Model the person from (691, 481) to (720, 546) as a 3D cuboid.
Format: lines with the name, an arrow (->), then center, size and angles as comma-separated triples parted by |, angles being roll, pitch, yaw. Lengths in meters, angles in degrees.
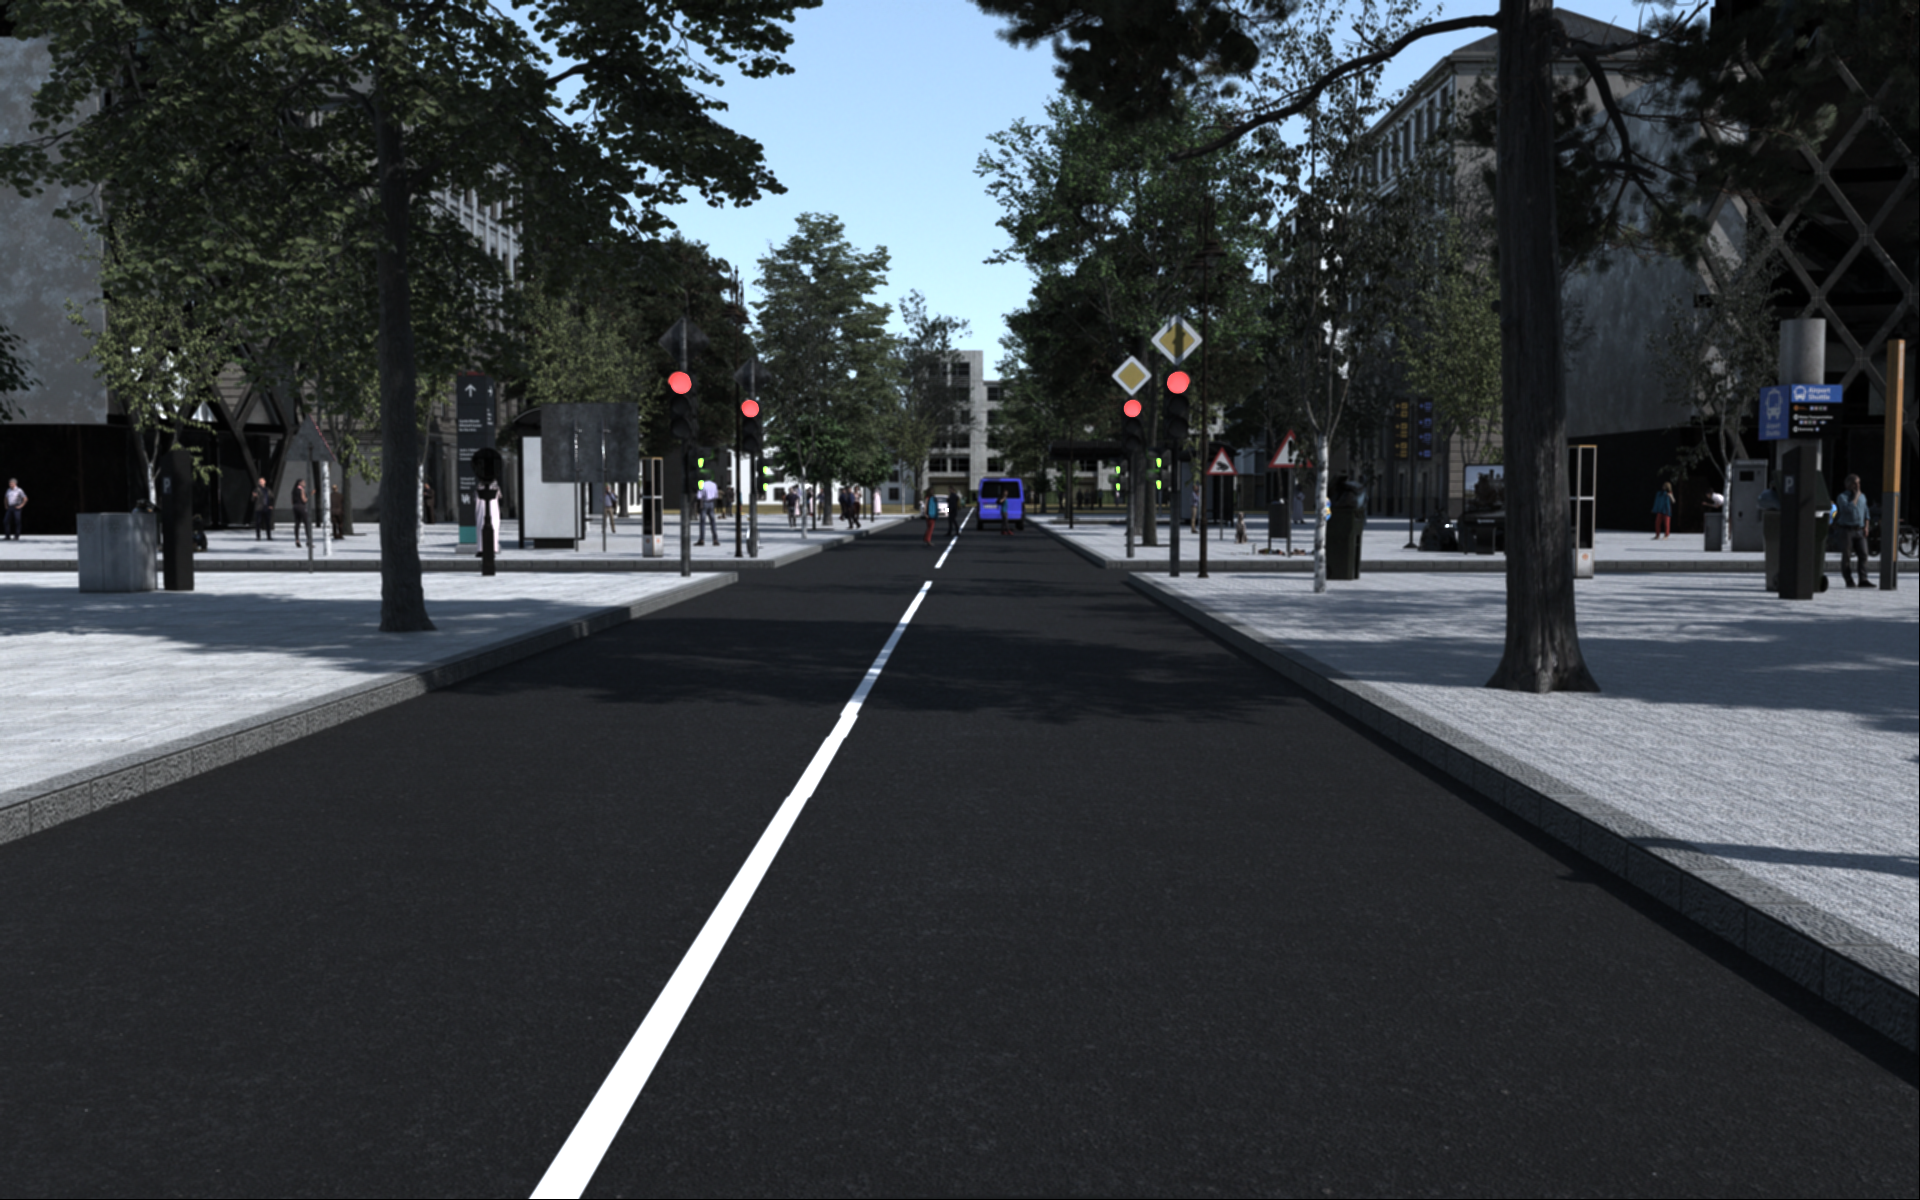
person -> -6.326, -2.268, 42.986 | 0.709, 1.838, 0.599 | -2, 4, -32

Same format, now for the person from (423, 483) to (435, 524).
person -> -22.520, -4.075, 73.357 | 0.565, 1.739, 0.600 | 0, 4, -1

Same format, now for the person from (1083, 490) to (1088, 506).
person -> 13.602, -10.998, 186.579 | 1.217, 1.735, 0.721 | 0, 4, -5

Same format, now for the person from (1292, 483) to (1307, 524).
person -> 14.665, -4.176, 74.985 | 0.621, 1.740, 0.551 | 2, 4, 35

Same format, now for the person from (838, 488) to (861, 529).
person -> -4.046, -3.370, 63.839 | 0.600, 1.496, 0.574 | 3, 4, 37

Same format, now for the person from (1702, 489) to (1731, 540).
person -> 21.103, -2.380, 48.150 | 0.799, 1.438, 0.628 | 1, 4, 12

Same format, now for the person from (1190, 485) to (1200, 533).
person -> 7.712, -2.973, 56.720 | 0.319, 1.574, 0.516 | 1, 4, 18

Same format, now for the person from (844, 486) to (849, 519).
person -> -5.845, -5.060, 89.711 | 0.436, 1.711, 0.756 | 0, 4, 5

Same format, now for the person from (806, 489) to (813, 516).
person -> -8.763, -5.652, 100.328 | 0.647, 1.594, 0.662 | 1, 4, 21

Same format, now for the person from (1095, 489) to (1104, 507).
person -> 13.698, -9.999, 169.514 | 0.705, 1.826, 1.348 | -2, 4, -32

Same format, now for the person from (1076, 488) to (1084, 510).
person -> 9.780, -8.204, 140.732 | 0.990, 1.755, 0.434 | -3, 5, -45

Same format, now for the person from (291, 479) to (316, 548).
person -> -15.756, -2.086, 41.617 | 0.593, 1.643, 0.415 | -1, 4, -10

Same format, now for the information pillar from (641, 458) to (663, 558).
information pillar -> -6.218, -1.866, 35.005 | 0.304, 2.012, 0.304 | 2, 4, 31

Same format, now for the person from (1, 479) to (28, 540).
person -> -26.287, -2.513, 48.072 | 0.756, 1.711, 0.436 | 2, 4, 25

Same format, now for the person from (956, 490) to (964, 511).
person -> -0.186, -8.344, 145.652 | 1.217, 1.736, 0.721 | -2, 4, -34

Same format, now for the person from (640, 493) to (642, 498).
person -> -12.546, -3.844, 69.720 | 0.655, 1.722, 0.431 | -1, 4, -10

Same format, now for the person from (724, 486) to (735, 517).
person -> -13.052, -5.589, 98.242 | 0.655, 1.722, 0.431 | 2, 4, 33

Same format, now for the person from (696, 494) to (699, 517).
person -> -15.017, -5.553, 98.305 | 0.593, 1.643, 0.415 | -3, 5, -44

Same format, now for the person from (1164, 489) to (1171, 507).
person -> 21.143, -10.316, 175.263 | 0.990, 1.755, 0.434 | -1, 4, -12

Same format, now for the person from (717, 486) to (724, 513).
person -> -16.519, -6.911, 119.052 | 1.348, 1.823, 0.705 | 1, 4, 10

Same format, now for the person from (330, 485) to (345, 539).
person -> -17.770, -2.506, 49.282 | 0.482, 1.546, 0.388 | -1, 4, -12

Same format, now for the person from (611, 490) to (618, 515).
person -> -21.670, -6.121, 108.395 | 0.482, 1.546, 0.388 | 2, 4, 35

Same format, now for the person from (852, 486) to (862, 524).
person -> -4.427, -4.095, 74.452 | 0.517, 1.644, 0.566 | 1, 4, 16

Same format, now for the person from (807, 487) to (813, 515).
person -> -9.191, -6.096, 106.378 | 0.621, 1.740, 0.551 | 0, 4, -8

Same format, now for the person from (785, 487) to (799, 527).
person -> -6.423, -3.580, 66.783 | 0.569, 1.553, 0.471 | 2, 4, 35

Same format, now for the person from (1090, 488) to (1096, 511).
person -> 10.333, -7.829, 134.599 | 0.434, 1.755, 0.990 | 0, 4, -1

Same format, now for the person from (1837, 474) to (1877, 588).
person -> 12.245, -0.944, 23.682 | 0.499, 1.552, 0.429 | 1, 4, 14

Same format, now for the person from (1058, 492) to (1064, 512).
person -> 7.047, -6.980, 121.080 | 0.530, 1.710, 0.541 | 1, 4, 14

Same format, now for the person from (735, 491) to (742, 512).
person -> -11.418, -5.003, 89.547 | 0.444, 1.614, 0.593 | 1, 4, 18

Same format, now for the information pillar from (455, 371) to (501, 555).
information pillar -> -10.280, -2.903, 36.849 | 0.750, 3.857, 0.750 | 0, 4, 2

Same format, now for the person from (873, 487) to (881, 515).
person -> -5.121, -6.089, 106.264 | 0.621, 1.740, 0.551 | 1, 4, 19

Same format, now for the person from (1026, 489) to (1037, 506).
person -> 7.443, -10.659, 180.312 | 1.348, 1.824, 0.705 | 1, 4, 11

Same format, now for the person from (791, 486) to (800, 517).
person -> -9.115, -5.413, 95.215 | 0.621, 1.740, 0.551 | 1, 4, 14

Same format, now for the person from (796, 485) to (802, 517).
person -> -9.275, -5.633, 98.012 | 0.599, 1.838, 0.709 | 1, 4, 16

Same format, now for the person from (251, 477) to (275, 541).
person -> -19.127, -2.507, 47.566 | 0.617, 1.759, 0.750 | -2, 4, -26

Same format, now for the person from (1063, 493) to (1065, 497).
person -> 10.779, -10.181, 175.736 | 0.697, 1.427, 0.421 | 1, 4, 9

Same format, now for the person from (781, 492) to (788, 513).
person -> -11.873, -6.624, 117.602 | 0.557, 1.426, 1.065 | 2, 4, 33

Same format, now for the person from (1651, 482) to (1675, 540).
person -> 19.702, -2.495, 48.543 | 0.444, 1.614, 0.593 | 0, 4, -7

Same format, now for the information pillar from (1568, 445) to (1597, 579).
information pillar -> 9.402, -1.330, 26.240 | 0.304, 2.012, 0.304 | -1, 4, -14

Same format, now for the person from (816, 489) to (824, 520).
person -> -6.722, -4.654, 84.200 | 0.516, 1.574, 0.319 | 2, 4, 25

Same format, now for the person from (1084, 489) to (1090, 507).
person -> 13.031, -10.390, 176.450 | 0.617, 1.759, 0.750 | 1, 4, 23

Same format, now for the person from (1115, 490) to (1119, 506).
person -> 16.282, -10.592, 180.155 | 0.436, 1.711, 0.756 | 1, 4, 16

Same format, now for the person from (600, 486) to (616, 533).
person -> -11.616, -3.003, 57.209 | 0.516, 1.574, 0.319 | 0, 4, -7

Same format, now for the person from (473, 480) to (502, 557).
person -> -9.543, -1.732, 35.036 | 0.551, 1.740, 0.621 | -2, 4, -31
